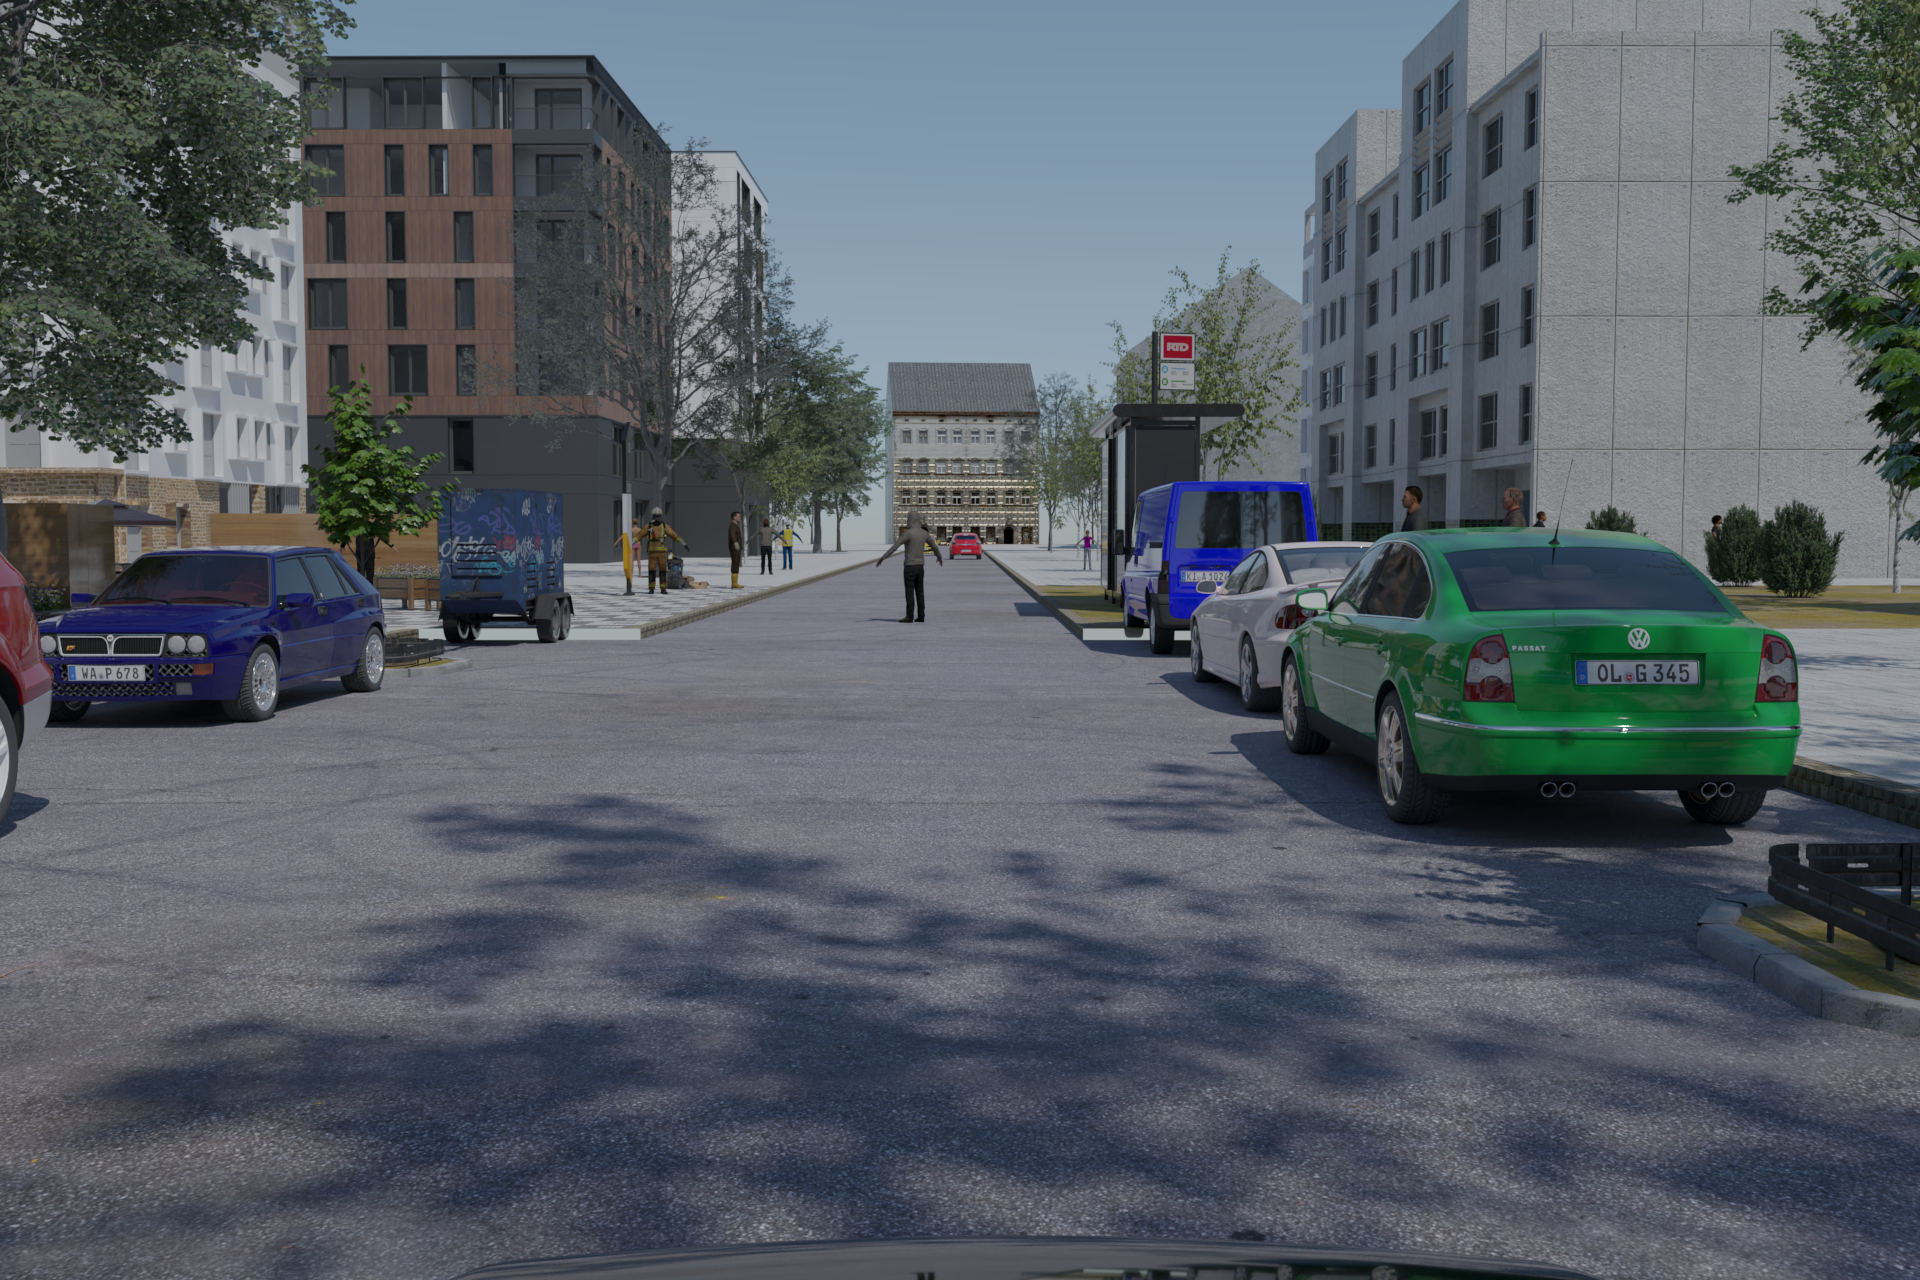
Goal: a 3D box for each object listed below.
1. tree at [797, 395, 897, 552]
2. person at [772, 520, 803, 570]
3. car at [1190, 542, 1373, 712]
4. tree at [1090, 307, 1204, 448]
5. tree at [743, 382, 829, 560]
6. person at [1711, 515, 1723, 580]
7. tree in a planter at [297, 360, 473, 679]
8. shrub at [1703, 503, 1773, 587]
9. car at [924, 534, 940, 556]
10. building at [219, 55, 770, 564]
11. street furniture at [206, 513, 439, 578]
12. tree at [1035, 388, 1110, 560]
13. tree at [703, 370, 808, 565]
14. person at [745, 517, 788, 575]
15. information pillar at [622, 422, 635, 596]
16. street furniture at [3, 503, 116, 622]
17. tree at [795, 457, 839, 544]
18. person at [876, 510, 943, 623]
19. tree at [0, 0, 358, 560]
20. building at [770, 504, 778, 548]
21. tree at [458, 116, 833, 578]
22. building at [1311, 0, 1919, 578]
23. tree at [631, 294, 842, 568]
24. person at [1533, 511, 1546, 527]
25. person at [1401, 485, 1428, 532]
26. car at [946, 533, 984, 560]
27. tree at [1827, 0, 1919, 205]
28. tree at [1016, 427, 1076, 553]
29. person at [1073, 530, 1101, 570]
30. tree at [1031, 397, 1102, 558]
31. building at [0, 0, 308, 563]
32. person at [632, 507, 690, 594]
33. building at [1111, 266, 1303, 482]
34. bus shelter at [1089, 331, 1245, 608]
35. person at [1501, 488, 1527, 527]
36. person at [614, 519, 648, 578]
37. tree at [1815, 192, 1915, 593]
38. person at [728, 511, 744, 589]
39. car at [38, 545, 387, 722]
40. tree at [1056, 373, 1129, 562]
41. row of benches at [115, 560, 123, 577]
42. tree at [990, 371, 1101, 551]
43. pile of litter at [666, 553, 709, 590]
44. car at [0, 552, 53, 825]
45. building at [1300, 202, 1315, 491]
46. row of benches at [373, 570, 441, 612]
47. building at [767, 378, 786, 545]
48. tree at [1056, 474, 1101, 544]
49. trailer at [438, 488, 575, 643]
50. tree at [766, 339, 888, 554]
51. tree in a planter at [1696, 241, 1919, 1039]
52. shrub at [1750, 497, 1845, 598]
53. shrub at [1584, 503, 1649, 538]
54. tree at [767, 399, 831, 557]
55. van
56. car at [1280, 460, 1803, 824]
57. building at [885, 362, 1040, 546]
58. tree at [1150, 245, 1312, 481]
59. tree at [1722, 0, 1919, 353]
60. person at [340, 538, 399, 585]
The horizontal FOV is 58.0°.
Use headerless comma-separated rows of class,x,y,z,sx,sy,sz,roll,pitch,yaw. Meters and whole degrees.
tree,-8.525,-12.078,123.235,9.928,11.665,9.643,0,3,0
person,-6.193,-3.395,61.978,1.216,1.772,0.721,-1,4,-21
car,3.209,-0.182,15.333,2.083,1.381,4.827,0,4,-1
tree,6.103,-6.530,57.130,4.737,8.622,4.395,0,3,0
tree,-8.799,-8.202,84.461,4.737,8.622,4.395,0,3,0
person,21.326,-2.604,48.722,0.704,1.843,1.345,2,4,30
tree in a planter,-6.224,-1.270,17.994,1.991,3.239,1.994,0,4,1
shrub,18.963,-2.330,42.140,1.661,2.075,1.752,0,3,0
car,-2.331,-6.398,114.835,2.015,1.641,3.980,0,4,1
building,-25.896,-15.089,90.683,27.936,21.610,32.646,0,4,1
street furniture,-13.450,-1.998,39.518,11.010,1.723,9.812,-2,4,-26
tree,6.486,-8.356,86.989,4.360,8.622,3.978,0,3,0
tree,-9.238,-7.493,72.866,4.360,8.622,3.978,0,3,0
person,-6.097,-2.962,54.550,1.348,1.813,0.705,0,4,-5
information pillar,-6.897,-2.724,35.892,0.183,3.616,0.504,0,4,1
street furniture,-16.936,-1.149,25.638,9.812,1.723,11.010,0,4,-7
tree,-18.794,-17.860,217.763,9.928,11.665,9.643,0,3,0
person,-0.762,-1.187,28.000,1.348,1.813,0.705,-3,5,-40
tree,-12.301,-7.019,21.417,9.857,13.997,8.962,0,3,0
building,-22.282,-13.910,169.570,9.099,9.664,28.070,0,4,0
tree,-8.862,-8.583,50.709,12.009,13.543,11.850,0,3,0
building,24.873,-12.154,65.174,16.747,18.905,31.486,0,3,0
tree,-8.545,-8.042,65.899,8.767,10.594,7.601,0,4,2
person,13.224,-2.028,39.390,0.704,1.802,1.346,0,4,-5
person,4.993,-0.805,19.228,0.705,1.821,1.348,1,4,10
car,0.297,-5.463,98.362,2.155,1.783,4.494,0,4,-1
tree,9.667,-3.965,15.184,4.737,8.622,4.395,0,3,0
tree,6.119,-10.282,118.478,4.737,8.622,4.395,0,3,0
person,4.561,-3.229,62.056,0.991,1.433,0.599,0,4,-1
tree,6.506,-8.699,92.591,4.360,8.622,3.978,0,3,0
building,-28.387,-11.779,49.000,16.016,20.090,11.380,0,4,-1
person,-6.455,-1.906,36.928,1.354,1.858,0.705,-1,4,-13
building,23.718,-19.624,151.778,19.493,23.208,18.063,0,4,0
bus shelter,3.587,-3.332,32.115,2.179,5.291,8.768,0,4,1
person,6.301,-0.837,19.865,0.705,1.807,1.348,1,4,22
person,-9.565,-2.697,50.893,1.217,1.733,0.721,-2,4,-27
tree,20.278,-5.343,37.720,4.360,8.622,3.978,0,3,0
person,-5.258,-2.120,40.796,0.704,1.812,1.346,0,4,-3
car,-6.169,-0.114,14.443,1.945,1.354,3.894,0,4,0
tree,6.670,-7.944,80.240,4.737,8.622,4.395,0,3,0
row of benches,-21.287,-1.600,41.617,1.422,0.672,4.104,0,4,-2
tree,6.850,-13.385,129.215,12.009,13.543,11.850,0,3,0
pile of litter,-6.491,-1.644,40.848,1.176,0.858,1.719,0,4,-1
car,-5.486,0.141,6.367,2.281,1.827,5.304,0,4,0
building,24.724,-14.814,98.636,16.016,20.090,11.380,0,4,0
row of benches,-8.325,-0.807,28.656,4.104,0.672,1.422,3,4,38
building,-25.362,-20.349,189.132,16.016,20.090,11.380,0,4,0
tree,16.428,-18.664,215.523,12.009,13.543,11.850,0,3,0
trailer,-6.019,-0.935,22.335,1.471,1.999,3.904,0,4,0
tree,-9.433,-12.612,112.859,9.857,13.997,8.962,0,3,0
tree in a planter,3.537,-0.506,5.502,1.991,3.239,1.994,0,4,0
shrub,16.874,-1.865,34.915,1.690,2.028,1.600,0,3,0
shrub,15.352,-2.227,40.835,1.690,2.028,1.600,0,3,0
tree,-9.288,-8.830,94.730,4.360,8.622,3.978,0,3,0
van,3.218,-1.096,22.305,2.240,2.365,5.245,0,4,0
car,3.020,-0.069,9.922,1.959,1.807,4.718,0,4,0
building,-0.080,-23.685,220.631,18.063,23.208,19.493,0,4,-5
tree,6.802,-5.804,45.254,4.737,8.622,4.395,0,3,0
tree,16.551,-6.232,27.656,9.928,11.665,9.643,0,3,0
person,-11.565,-1.701,33.745,1.347,1.837,0.705,1,4,19
